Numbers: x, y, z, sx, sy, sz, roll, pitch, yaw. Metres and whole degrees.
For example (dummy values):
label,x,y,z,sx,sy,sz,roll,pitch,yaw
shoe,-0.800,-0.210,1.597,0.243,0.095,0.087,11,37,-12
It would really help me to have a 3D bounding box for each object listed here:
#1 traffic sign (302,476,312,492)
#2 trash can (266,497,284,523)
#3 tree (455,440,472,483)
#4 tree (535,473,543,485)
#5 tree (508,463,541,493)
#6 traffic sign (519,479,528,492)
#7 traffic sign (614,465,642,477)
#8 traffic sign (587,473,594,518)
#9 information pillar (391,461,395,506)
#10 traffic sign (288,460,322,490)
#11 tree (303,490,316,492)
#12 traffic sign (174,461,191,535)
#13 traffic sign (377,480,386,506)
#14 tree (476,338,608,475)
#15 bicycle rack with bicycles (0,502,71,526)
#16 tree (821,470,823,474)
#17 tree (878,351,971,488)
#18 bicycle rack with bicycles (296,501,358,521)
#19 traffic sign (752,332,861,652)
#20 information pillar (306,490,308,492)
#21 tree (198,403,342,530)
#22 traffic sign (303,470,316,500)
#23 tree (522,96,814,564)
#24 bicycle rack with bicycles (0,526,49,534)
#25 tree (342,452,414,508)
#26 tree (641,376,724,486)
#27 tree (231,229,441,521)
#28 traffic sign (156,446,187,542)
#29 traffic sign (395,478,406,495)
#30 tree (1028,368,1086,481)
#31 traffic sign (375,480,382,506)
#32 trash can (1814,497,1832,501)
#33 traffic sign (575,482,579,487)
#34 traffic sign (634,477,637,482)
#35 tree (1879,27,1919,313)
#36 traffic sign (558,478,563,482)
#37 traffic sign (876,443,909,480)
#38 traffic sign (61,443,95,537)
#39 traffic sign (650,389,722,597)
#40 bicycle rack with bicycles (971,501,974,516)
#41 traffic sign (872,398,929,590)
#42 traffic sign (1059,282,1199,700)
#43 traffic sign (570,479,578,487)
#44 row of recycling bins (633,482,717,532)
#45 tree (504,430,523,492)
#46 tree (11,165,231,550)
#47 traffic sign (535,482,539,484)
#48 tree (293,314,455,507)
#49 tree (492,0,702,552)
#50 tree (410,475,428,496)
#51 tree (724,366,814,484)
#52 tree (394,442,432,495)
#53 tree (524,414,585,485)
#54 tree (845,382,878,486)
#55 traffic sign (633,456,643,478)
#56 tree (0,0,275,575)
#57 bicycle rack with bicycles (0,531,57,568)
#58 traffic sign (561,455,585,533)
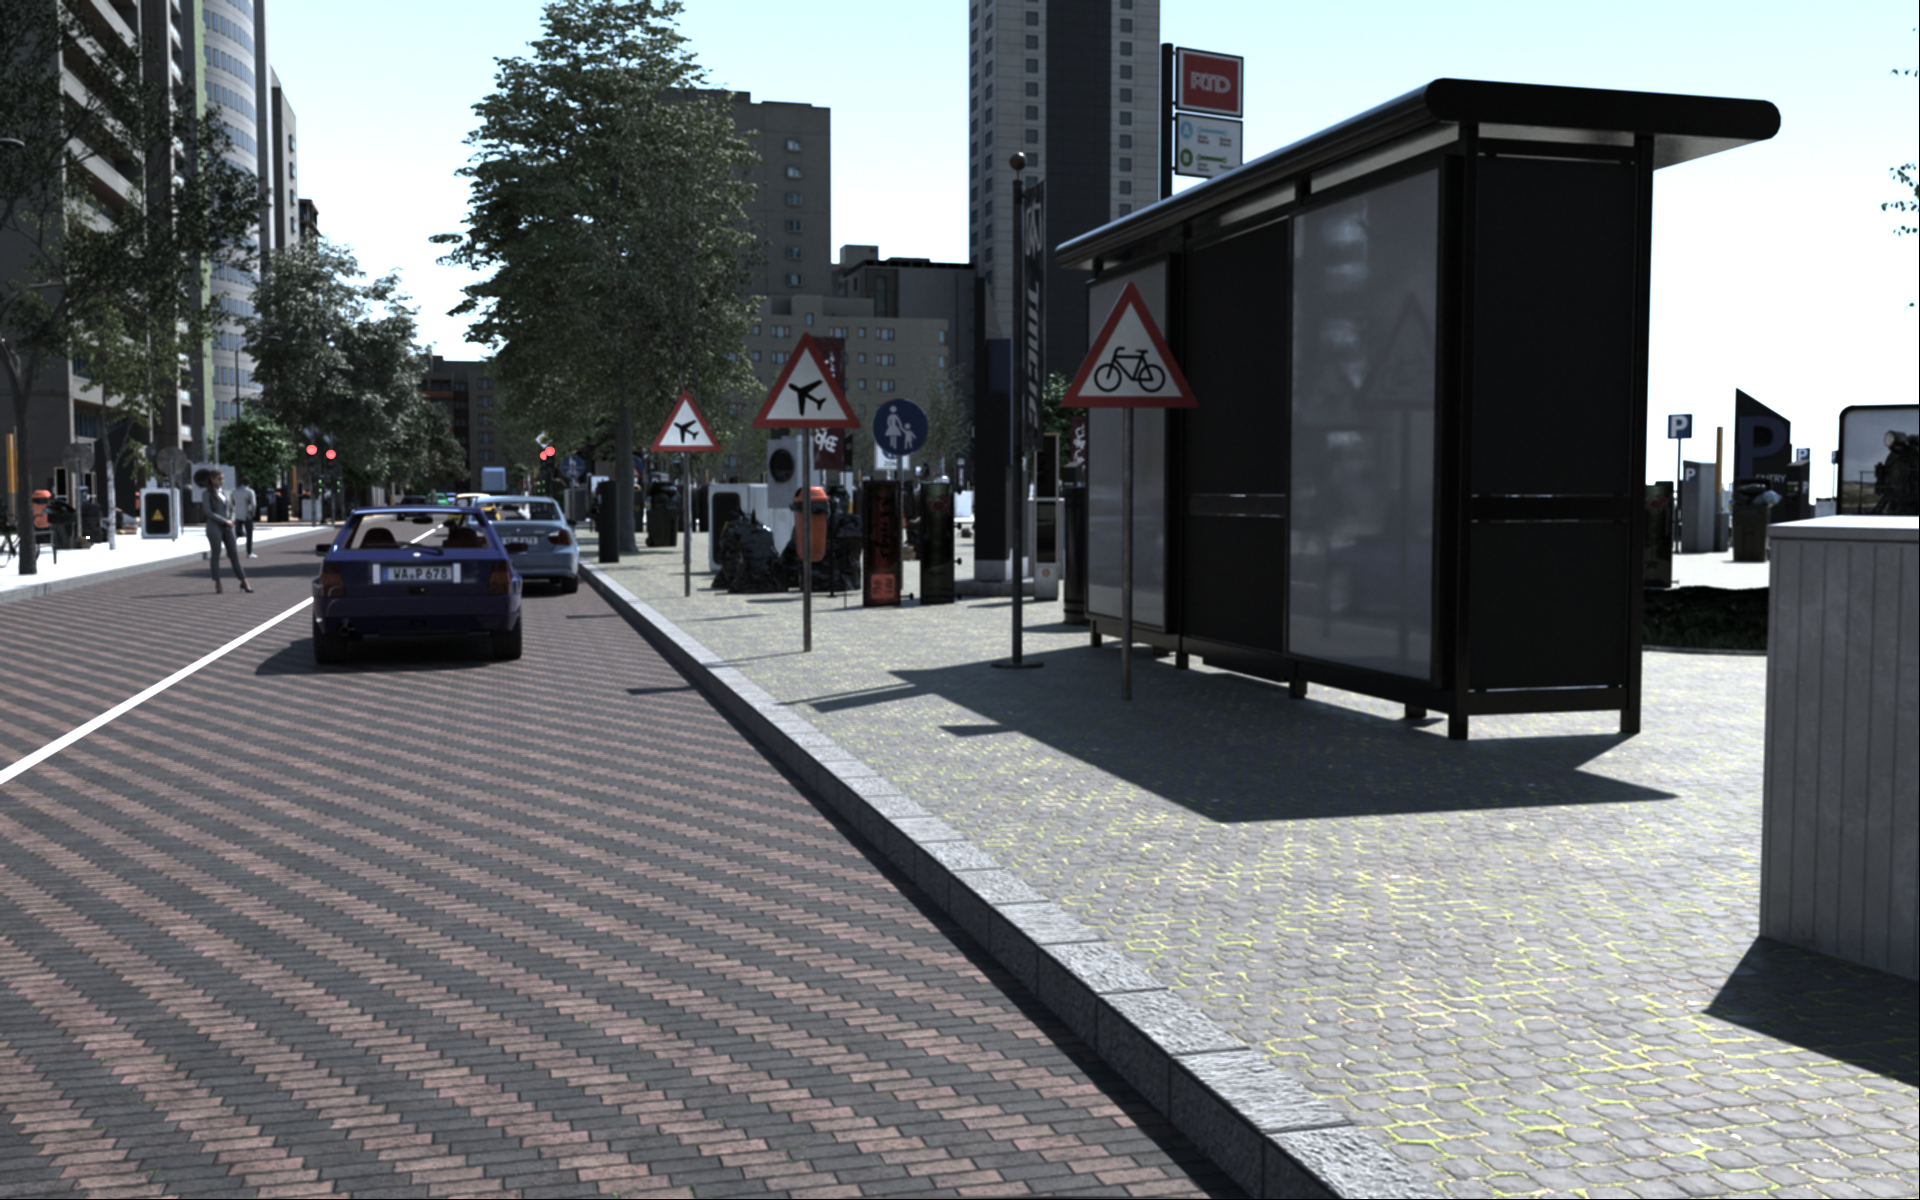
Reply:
label,x,y,z,sx,sy,sz,roll,pitch,yaw
traffic sign,-37.405,-6.082,99.553,0.768,2.556,0.104,-1,4,-8
trash can,-30.727,-4.041,77.732,0.748,1.137,0.748,0,3,0
tree,-63.418,-17.761,207.399,9.611,12.733,9.660,0,3,0
tree,-30.815,-8.283,130.023,1.663,3.219,1.824,0,3,0
tree,-39.062,-10.569,156.510,4.285,4.588,4.351,0,3,0
traffic sign,-36.623,-8.881,145.304,0.768,2.556,0.104,-1,4,-10
traffic sign,-10.561,-3.369,55.080,0.884,2.594,0.081,-1,4,-14
traffic sign,-17.808,-5.021,84.219,0.606,2.300,0.079,-1,4,-10
information pillar,-39.648,-7.935,121.086,0.183,3.616,0.504,-2,4,-34
traffic sign,-39.111,-6.694,103.314,2.265,3.308,0.079,-1,4,-11
tree,-46.124,-7.832,122.652,1.663,3.219,1.824,0,3,0
traffic sign,-24.316,-3.178,54.098,0.606,2.300,0.079,-1,4,-11
traffic sign,-43.216,-7.785,129.411,0.606,2.300,0.079,0,4,-8
tree,-24.757,-10.899,103.948,9.928,11.665,9.643,0,3,0
bicycle rack with bicycles,-40.605,-3.847,76.287,2.852,0.926,2.925,-3,5,-43
tree,-11.168,-11.268,134.597,4.737,8.622,4.395,0,3,0
tree,-1.447,-8.509,89.486,4.360,8.622,3.978,0,3,0
bicycle rack with bicycles,-31.808,-4.486,86.735,2.925,0.926,2.852,0,4,2
traffic sign,-1.243,-0.857,14.023,0.884,2.594,0.081,-1,4,-14
information pillar,-44.059,-6.882,117.012,0.304,2.012,0.304,-2,4,-26
tree,-25.218,-4.772,61.728,4.285,4.588,4.351,0,3,0
traffic sign,-33.585,-5.473,89.585,0.768,2.556,0.104,-1,4,-9
tree,-5.219,-4.966,31.557,4.360,8.622,3.978,0,3,0
bicycle rack with bicycles,-33.678,-2.886,60.576,2.852,0.926,2.925,-2,4,-32
tree,-34.023,-6.986,97.941,4.285,4.588,4.351,0,3,0
tree,-15.181,-8.699,92.597,4.737,8.622,4.395,0,3,0
tree,-29.952,-10.793,83.113,9.857,13.997,8.962,0,3,0
traffic sign,-20.997,-2.817,46.169,0.768,2.556,0.104,-1,4,-11
traffic sign,-43.344,-8.201,134.189,0.768,2.556,0.104,-1,4,-12
tree,2.624,-3.765,45.272,4.285,4.588,4.351,0,3,0
traffic sign,-40.278,-7.307,119.568,0.768,2.556,0.104,-1,4,-11
trash can,36.659,-3.785,73.535,0.748,1.137,0.748,0,3,0
traffic sign,-27.925,-7.807,127.642,0.884,2.594,0.081,-1,4,-10
traffic sign,-12.020,-3.721,62.969,0.606,2.300,0.079,-1,4,-10
tree,13.963,-4.408,22.431,4.360,8.622,3.978,0,3,0
traffic sign,-31.647,-8.342,136.496,0.768,2.556,0.104,0,4,-7
traffic sign,-1.186,-1.719,30.239,0.606,2.300,0.079,-1,4,-10
traffic sign,-21.860,-2.620,42.946,0.768,2.556,0.104,-1,4,-10
traffic sign,-3.412,-1.321,21.604,0.884,2.594,0.081,-1,4,-9
bicycle rack with bicycles,1.610,-5.193,98.288,2.925,0.926,2.852,3,5,39
traffic sign,-0.803,-1.412,23.188,0.768,2.556,0.104,-1,4,-9
traffic sign,1.039,-0.656,10.733,0.884,2.594,0.081,-1,4,-10
traffic sign,-33.578,-9.224,150.924,0.768,2.556,0.104,-1,4,-9
row of recycling bins,-9.836,-3.161,58.795,3.534,1.692,1.069,-1,4,-13
tree,-34.895,-11.736,142.251,4.360,8.622,3.978,0,3,0
tree,-19.147,-5.446,39.410,4.737,8.622,4.395,0,3,0
traffic sign,-32.354,-8.169,133.662,0.768,2.556,0.104,-1,4,-9
tree,-37.973,-11.848,110.725,9.611,12.733,9.660,0,3,0
tree,-7.767,-7.333,38.015,7.486,12.596,7.792,0,3,0
tree,-59.501,-11.935,189.742,1.663,3.219,1.824,0,3,0
tree,-11.063,-9.178,100.418,4.737,8.622,4.395,0,3,0
tree,-51.386,-12.829,160.114,4.737,8.622,4.395,0,3,0
tree,-28.400,-10.393,120.289,4.737,8.622,4.395,0,3,0
tree,-6.423,-9.951,113.060,4.360,8.622,3.978,0,3,0
traffic sign,-10.796,-3.477,56.948,0.768,2.556,0.104,0,4,-6
tree,-14.860,-5.706,27.706,8.767,10.594,7.601,0,4,2
bicycle rack with bicycles,-17.339,-1.043,30.430,2.852,0.926,2.925,-1,4,-10
traffic sign,-12.639,-3.453,56.568,0.768,2.556,0.104,-1,4,-8
